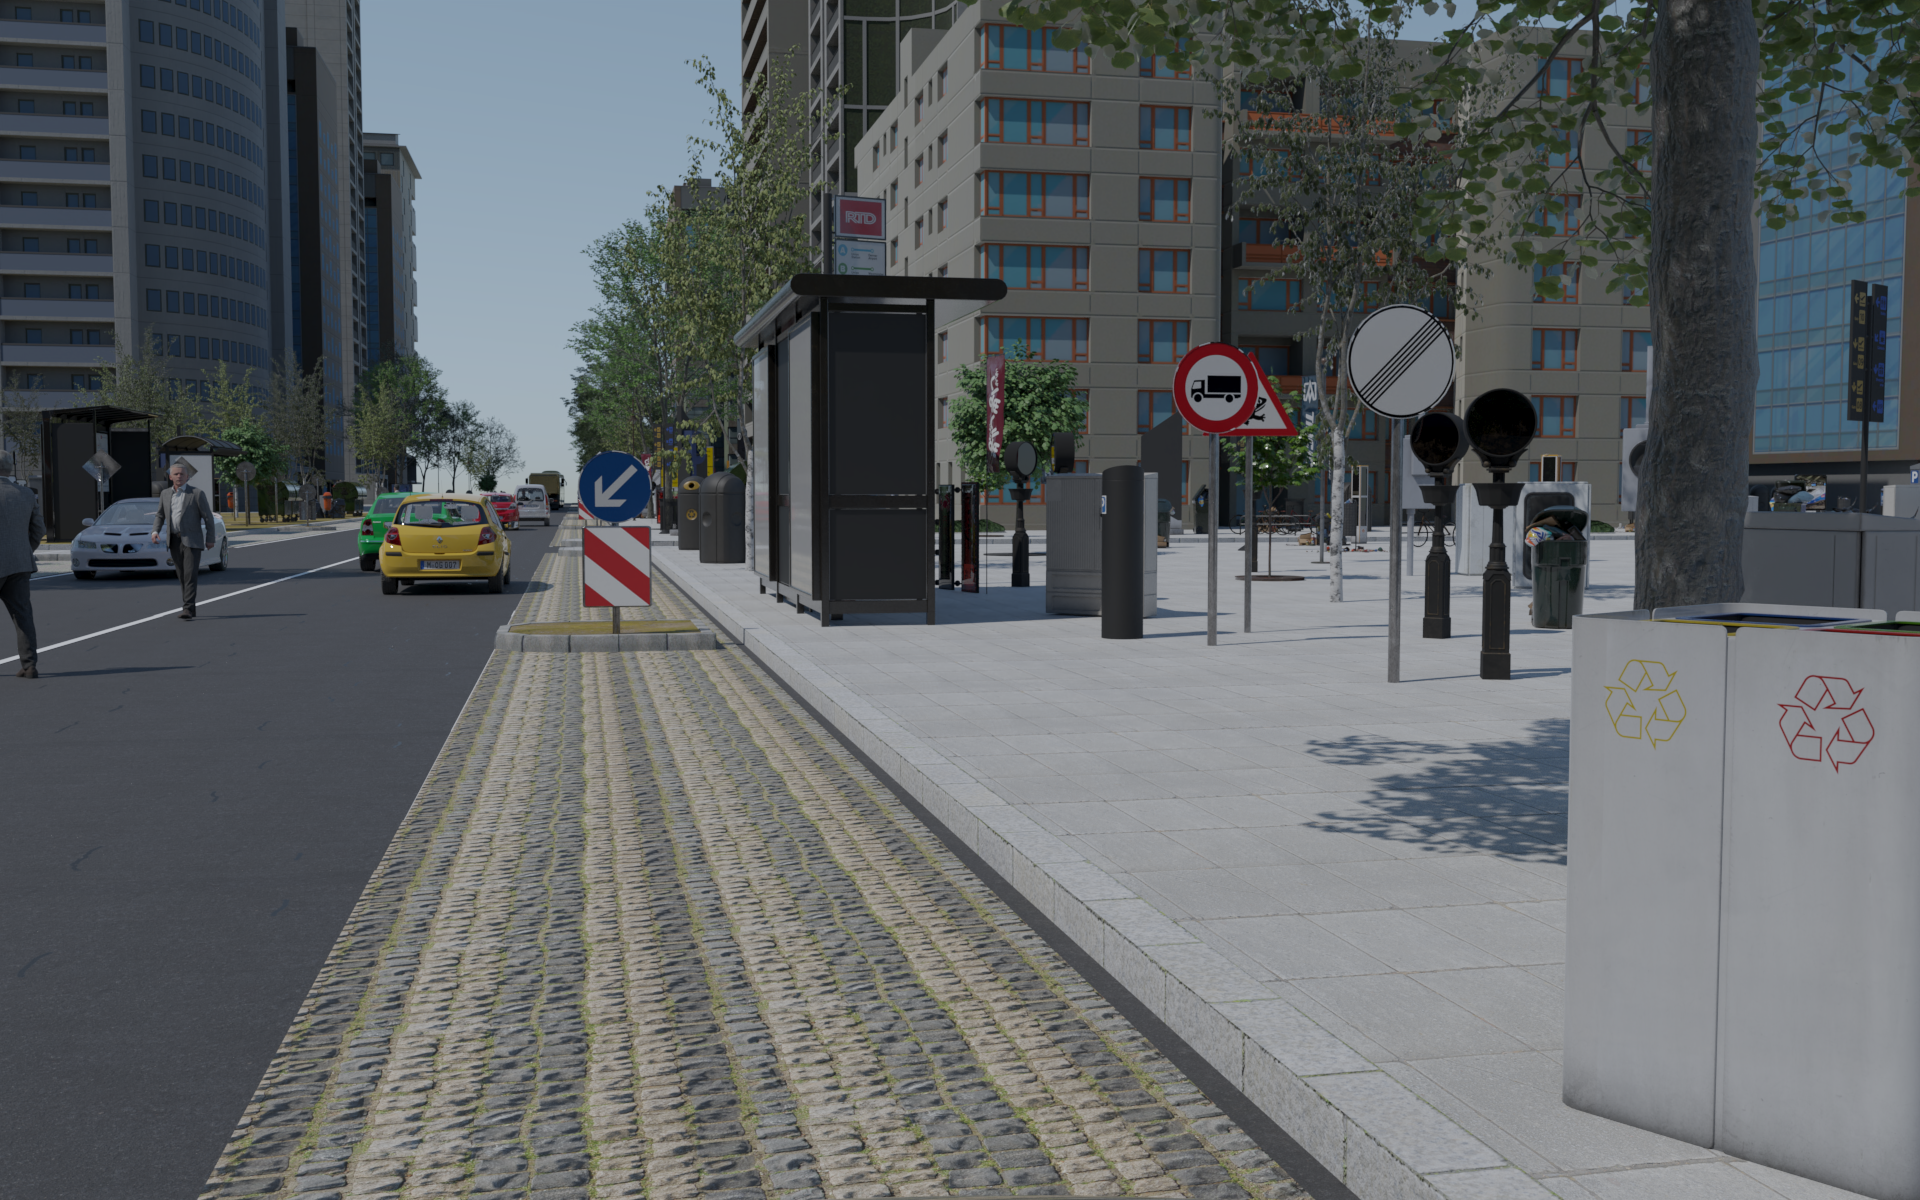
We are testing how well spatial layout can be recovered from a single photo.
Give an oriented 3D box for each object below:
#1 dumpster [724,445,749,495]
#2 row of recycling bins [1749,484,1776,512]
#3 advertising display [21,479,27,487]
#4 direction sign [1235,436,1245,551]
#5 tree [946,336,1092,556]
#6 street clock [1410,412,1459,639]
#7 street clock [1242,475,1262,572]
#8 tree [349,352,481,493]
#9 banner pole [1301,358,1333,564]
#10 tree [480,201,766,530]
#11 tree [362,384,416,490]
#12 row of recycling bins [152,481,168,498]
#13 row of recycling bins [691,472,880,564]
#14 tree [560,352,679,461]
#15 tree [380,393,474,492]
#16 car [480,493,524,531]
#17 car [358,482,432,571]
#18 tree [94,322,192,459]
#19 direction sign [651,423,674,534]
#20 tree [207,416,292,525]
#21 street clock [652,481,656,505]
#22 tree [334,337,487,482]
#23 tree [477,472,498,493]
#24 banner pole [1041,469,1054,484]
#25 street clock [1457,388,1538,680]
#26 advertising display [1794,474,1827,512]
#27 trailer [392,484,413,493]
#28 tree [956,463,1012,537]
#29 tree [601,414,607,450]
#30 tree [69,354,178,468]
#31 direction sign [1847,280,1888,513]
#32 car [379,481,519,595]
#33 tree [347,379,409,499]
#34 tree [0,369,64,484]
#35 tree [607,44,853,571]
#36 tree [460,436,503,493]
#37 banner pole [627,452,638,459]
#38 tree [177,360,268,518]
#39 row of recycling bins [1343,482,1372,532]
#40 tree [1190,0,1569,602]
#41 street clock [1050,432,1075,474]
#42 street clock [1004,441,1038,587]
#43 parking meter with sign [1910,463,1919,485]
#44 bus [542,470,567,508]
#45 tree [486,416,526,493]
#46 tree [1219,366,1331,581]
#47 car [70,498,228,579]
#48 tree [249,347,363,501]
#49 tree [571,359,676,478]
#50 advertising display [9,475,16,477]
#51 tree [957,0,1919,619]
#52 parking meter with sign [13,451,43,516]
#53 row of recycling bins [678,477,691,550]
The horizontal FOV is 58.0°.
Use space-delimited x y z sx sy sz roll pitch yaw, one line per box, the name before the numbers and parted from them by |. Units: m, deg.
dumpster | -4.215 -2.024 35.585 1.502 2.255 1.985 -1 4 -12
row of recycling bins | 46.149 -5.567 98.127 1.069 1.692 3.534 -1 4 -13
advertising display | -41.243 -4.304 75.588 0.974 1.923 0.123 -3 5 -40
direction sign | 6.478 -2.881 39.098 0.379 3.537 0.876 3 5 44
tree | 1.177 -3.207 36.141 4.285 4.588 4.351 0 3 0
street clock | 4.249 -0.661 15.376 0.471 2.002 0.358 3 5 40
street clock | 4.795 -1.456 28.369 0.471 2.002 0.358 1 4 10
tree | -40.691 -12.259 126.187 9.928 11.665 9.643 0 3 0
banner pole | 6.580 -2.575 32.115 0.401 3.779 0.863 -2 4 -28
tree | -10.415 -8.319 61.772 9.928 11.665 9.643 0 3 0
tree | -38.780 -10.151 116.326 4.360 8.622 3.978 0 3 0
row of recycling bins | -26.001 -3.000 56.160 1.069 1.692 3.534 -2 4 -30
row of recycling bins | -3.170 -1.568 32.744 3.534 1.692 1.069 -2 4 -26
tree | -26.232 -13.975 135.148 9.857 13.997 8.962 0 3 0
tree | -46.467 -13.155 149.492 8.767 10.594 7.601 -1 4 -23
car | -18.570 -3.687 69.323 2.155 1.783 4.494 -1 4 -14
car | -10.558 -1.523 33.698 1.959 1.807 4.718 -1 4 -12
tree | -35.384 -7.603 74.666 4.360 8.622 3.978 0 3 0
direction sign | -9.509 -3.893 55.655 0.876 3.537 0.379 2 4 35
tree | -29.838 -5.423 72.384 4.285 4.588 4.351 0 3 0
street clock | -17.176 -5.630 96.622 0.471 2.002 0.358 0 4 -3
tree | -44.111 -13.808 136.129 12.009 13.543 11.850 0 3 0
tree | -69.605 -16.601 255.136 4.285 4.588 4.351 0 3 0
banner pole | 2.785 -3.817 52.417 0.863 3.779 0.401 -2 4 -32
street clock | 3.720 -0.453 11.980 0.471 2.002 0.358 1 4 11
advertising display | 27.724 -3.137 56.506 0.974 1.923 0.123 1 4 10
trailer | -32.612 -5.758 101.191 1.471 1.999 3.904 -1 4 -13
tree | 0.854 -3.498 51.787 1.663 3.219 1.824 0 3 0
tree | -20.616 -9.648 108.107 4.737 8.622 4.395 0 3 0
tree | -43.985 -8.566 90.417 4.737 8.622 4.395 0 3 0
direction sign | 9.744 -1.630 18.653 0.876 3.537 0.379 -3 5 -41
car | -7.731 -0.979 26.228 2.015 1.641 3.980 -1 4 -12
tree | -37.424 -9.823 110.966 4.737 8.622 4.395 0 3 0
tree | -55.576 -9.355 103.321 4.360 8.622 3.978 0 3 0
tree | -3.579 -4.798 28.815 4.737 8.622 4.395 0 3 0
tree | -57.984 -15.648 206.208 4.737 8.622 4.395 0 3 0
banner pole | -19.781 -6.994 104.375 0.863 3.779 0.401 -1 4 -14
tree | -39.429 -8.792 94.106 4.737 8.622 4.395 0 3 0
row of recycling bins | 13.594 -3.247 60.197 1.069 1.692 3.534 0 4 4
tree | 4.702 -4.282 20.367 4.360 8.622 3.978 0 3 0
street clock | 1.204 -0.968 20.402 0.358 2.002 0.471 0 4 -5
street clock | 0.838 -1.183 23.909 0.358 2.002 0.471 3 5 41
parking meter with sign | 24.153 -2.876 43.284 1.738 3.016 0.543 0 4 -2
bus | -42.696 -11.556 180.494 2.896 3.916 12.252 -1 4 -10
tree | -73.104 -21.972 269.607 12.009 13.543 11.850 0 3 0
tree | 4.520 -1.905 25.745 1.663 3.219 1.824 0 3 0
car | -14.348 -1.131 30.858 2.083 1.381 4.827 -1 4 -12
tree | -32.696 -8.303 86.118 4.360 8.622 3.978 0 3 0
tree | -22.430 -11.077 115.523 7.601 10.594 8.767 0 4 -3
advertising display | -32.500 -3.284 58.903 0.123 1.923 0.974 1 4 18
tree | 2.154 -5.317 5.064 7.486 12.596 7.792 0 3 0
parking meter with sign | -37.628 -4.555 70.735 1.738 3.016 0.543 -2 4 -24
row of recycling bins | -4.948 -1.957 39.111 3.534 1.692 1.069 2 4 33
